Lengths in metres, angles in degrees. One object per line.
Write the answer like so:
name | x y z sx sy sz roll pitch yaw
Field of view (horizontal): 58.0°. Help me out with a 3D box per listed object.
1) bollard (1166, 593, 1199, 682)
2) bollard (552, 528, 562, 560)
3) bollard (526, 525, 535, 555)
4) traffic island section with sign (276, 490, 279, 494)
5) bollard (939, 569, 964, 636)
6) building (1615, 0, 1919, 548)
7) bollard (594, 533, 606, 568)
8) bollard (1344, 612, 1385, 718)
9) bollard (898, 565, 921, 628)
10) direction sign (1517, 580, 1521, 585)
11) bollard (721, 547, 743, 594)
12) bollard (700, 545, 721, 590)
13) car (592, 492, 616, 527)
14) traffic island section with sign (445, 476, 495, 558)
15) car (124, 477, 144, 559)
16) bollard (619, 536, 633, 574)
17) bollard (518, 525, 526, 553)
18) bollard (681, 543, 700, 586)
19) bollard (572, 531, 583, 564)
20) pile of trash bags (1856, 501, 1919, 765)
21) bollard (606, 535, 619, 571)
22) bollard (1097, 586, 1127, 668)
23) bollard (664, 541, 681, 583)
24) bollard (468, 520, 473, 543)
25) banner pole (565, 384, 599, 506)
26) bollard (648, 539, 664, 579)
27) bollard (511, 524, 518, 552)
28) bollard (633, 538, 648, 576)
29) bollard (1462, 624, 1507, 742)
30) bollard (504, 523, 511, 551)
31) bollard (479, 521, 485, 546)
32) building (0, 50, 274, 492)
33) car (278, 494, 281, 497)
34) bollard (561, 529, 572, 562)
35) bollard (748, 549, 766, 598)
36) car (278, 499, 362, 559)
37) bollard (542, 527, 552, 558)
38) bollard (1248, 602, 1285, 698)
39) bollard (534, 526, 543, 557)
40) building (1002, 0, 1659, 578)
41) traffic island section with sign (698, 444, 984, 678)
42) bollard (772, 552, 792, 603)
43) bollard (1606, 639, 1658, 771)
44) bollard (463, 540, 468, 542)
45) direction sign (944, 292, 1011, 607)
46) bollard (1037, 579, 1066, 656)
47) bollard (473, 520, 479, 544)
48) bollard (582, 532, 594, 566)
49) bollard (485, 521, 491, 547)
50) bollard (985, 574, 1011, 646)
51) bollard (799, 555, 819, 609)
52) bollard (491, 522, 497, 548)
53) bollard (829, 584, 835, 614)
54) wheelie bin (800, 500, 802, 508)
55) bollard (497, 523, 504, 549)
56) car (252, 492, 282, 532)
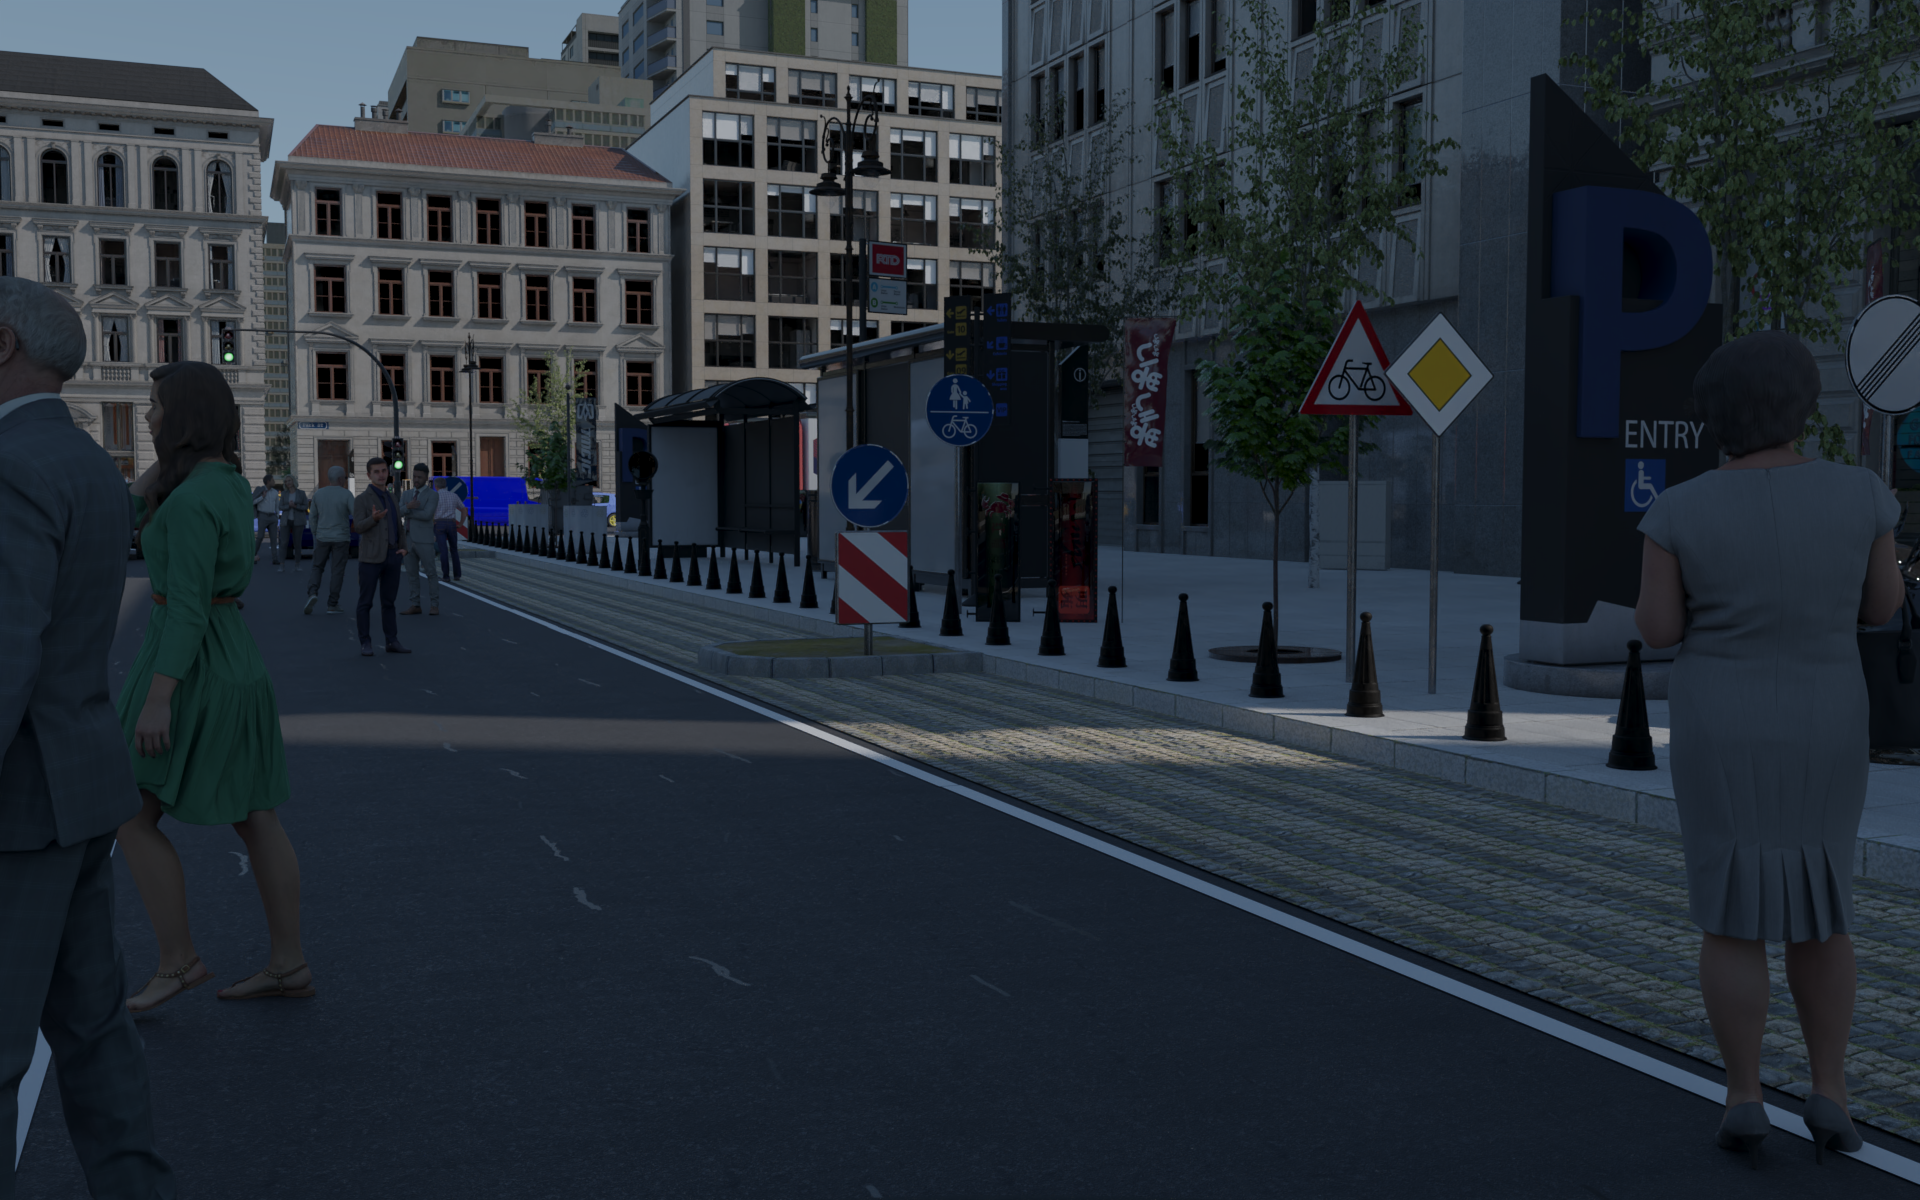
bollard | 1.535 0.252 11.915 0.229 0.601 0.229 0 3 0
bollard | -7.768 -1.083 33.741 0.229 0.601 0.229 0 3 0
bollard | -8.979 -1.257 36.588 0.229 0.601 0.229 0 3 0
traffic island section with sign | -74.380 -10.869 186.343 1.989 1.847 2.006 -1 4 -23
bollard | -0.079 0.021 15.701 0.229 0.601 0.229 0 3 0
building | 17.744 -11.543 17.605 11.050 23.489 19.941 -1 4 -23
bollard | -6.143 -0.850 29.945 0.229 0.601 0.229 0 3 0
bollard | 2.344 0.369 10.015 0.229 0.601 0.229 0 3 0
bollard | -0.484 -0.038 16.656 0.229 0.601 0.229 0 3 0
direction sign | 8.117 -1.989 24.516 0.379 3.537 0.876 1 4 23
bollard | -2.914 -0.386 22.352 0.229 0.601 0.229 0 3 0
bollard | -3.317 -0.444 23.304 0.229 0.601 0.229 0 3 0
car | -16.362 -3.982 74.689 3.694 1.707 1.945 -2 4 -25
traffic island section with sign | -11.668 -1.869 39.194 1.989 1.847 2.006 -1 4 -23
car | -19.397 -1.862 39.123 2.281 1.827 5.304 -2 4 -25
bollard | -5.337 -0.734 28.042 0.229 0.601 0.229 0 3 0
bollard | -9.380 -1.315 37.534 0.229 0.601 0.229 0 3 0
bollard | -3.721 -0.502 24.249 0.229 0.601 0.229 0 3 0
bollard | -6.953 -0.966 31.839 0.229 0.601 0.229 0 3 0
pile of trash bags | 5.670 0.022 9.389 1.912 1.369 3.447 2 4 34
bollard | -5.739 -0.792 28.987 0.229 0.601 0.229 0 3 0
bollard | 1.131 0.195 12.859 0.229 0.601 0.229 0 3 0
bollard | -4.124 -0.560 25.194 0.229 0.601 0.229 0 3 0
bollard | -12.608 -1.778 45.116 0.229 0.601 0.229 0 3 0
banner pole | -8.713 -3.035 39.644 0.863 3.779 0.401 -1 4 -11
bollard | -4.525 -0.618 26.143 0.229 0.601 0.229 0 3 0
bollard | -9.788 -1.373 38.488 0.229 0.601 0.229 0 3 0
bollard | -4.928 -0.676 27.087 0.229 0.601 0.229 0 3 0
bollard | 2.751 0.427 9.064 0.229 0.601 0.229 0 3 0
bollard | -10.190 -1.431 39.433 0.229 0.601 0.229 0 3 0
bollard | -11.805 -1.663 43.225 0.229 0.601 0.229 0 3 0
building | -45.700 -15.879 88.492 19.941 23.489 11.050 -1 4 -23
car | -28.841 -3.734 71.273 3.980 1.641 2.015 -2 4 -25
bollard | -7.365 -1.025 32.796 0.229 0.601 0.229 0 3 0
bollard | -2.508 -0.328 21.403 0.229 0.601 0.229 0 3 0
car | -14.656 -1.653 39.609 1.945 1.354 3.894 -1 4 -23
bollard | -8.172 -1.140 34.685 0.229 0.601 0.229 0 3 0
bollard | 1.944 0.311 10.963 0.229 0.601 0.229 0 3 0
bollard | -8.569 -1.198 35.632 0.229 0.601 0.229 0 3 0
building | 10.466 -13.373 36.663 12.078 24.808 19.932 -1 4 -23
traffic island section with sign | -1.104 -0.352 14.387 1.989 1.847 2.006 -1 4 -23
bollard | -2.104 -0.270 20.457 0.229 0.601 0.229 0 3 0
bollard | 3.155 0.485 8.117 0.229 0.601 0.229 0 3 0
bollard | -13.021 -1.837 46.071 0.229 0.601 0.229 0 3 0
direction sign | 0.194 -1.698 19.760 0.876 3.537 0.379 2 4 32
bollard | 0.732 0.137 13.805 0.229 0.601 0.229 0 3 0
bollard | -12.207 -1.720 44.170 0.229 0.601 0.229 0 3 0
bollard | -6.551 -0.908 30.894 0.229 0.601 0.229 0 3 0
bollard | -11.403 -1.605 42.280 0.229 0.601 0.229 0 3 0
bollard | 0.325 0.079 14.748 0.229 0.601 0.229 0 3 0
bollard | -1.702 -0.212 19.502 0.229 0.601 0.229 0 3 0
bollard | -11.001 -1.547 41.335 0.229 0.601 0.229 0 3 0
bollard | -1.290 -0.154 18.553 0.229 0.601 0.229 0 3 0
wheelie bin | -4.006 -1.879 38.625 0.980 1.594 0.693 0 4 -2
bollard | -10.593 -1.489 40.381 0.229 0.601 0.229 0 3 0
car | -23.167 -2.889 56.830 3.694 1.707 1.945 -1 4 -22
